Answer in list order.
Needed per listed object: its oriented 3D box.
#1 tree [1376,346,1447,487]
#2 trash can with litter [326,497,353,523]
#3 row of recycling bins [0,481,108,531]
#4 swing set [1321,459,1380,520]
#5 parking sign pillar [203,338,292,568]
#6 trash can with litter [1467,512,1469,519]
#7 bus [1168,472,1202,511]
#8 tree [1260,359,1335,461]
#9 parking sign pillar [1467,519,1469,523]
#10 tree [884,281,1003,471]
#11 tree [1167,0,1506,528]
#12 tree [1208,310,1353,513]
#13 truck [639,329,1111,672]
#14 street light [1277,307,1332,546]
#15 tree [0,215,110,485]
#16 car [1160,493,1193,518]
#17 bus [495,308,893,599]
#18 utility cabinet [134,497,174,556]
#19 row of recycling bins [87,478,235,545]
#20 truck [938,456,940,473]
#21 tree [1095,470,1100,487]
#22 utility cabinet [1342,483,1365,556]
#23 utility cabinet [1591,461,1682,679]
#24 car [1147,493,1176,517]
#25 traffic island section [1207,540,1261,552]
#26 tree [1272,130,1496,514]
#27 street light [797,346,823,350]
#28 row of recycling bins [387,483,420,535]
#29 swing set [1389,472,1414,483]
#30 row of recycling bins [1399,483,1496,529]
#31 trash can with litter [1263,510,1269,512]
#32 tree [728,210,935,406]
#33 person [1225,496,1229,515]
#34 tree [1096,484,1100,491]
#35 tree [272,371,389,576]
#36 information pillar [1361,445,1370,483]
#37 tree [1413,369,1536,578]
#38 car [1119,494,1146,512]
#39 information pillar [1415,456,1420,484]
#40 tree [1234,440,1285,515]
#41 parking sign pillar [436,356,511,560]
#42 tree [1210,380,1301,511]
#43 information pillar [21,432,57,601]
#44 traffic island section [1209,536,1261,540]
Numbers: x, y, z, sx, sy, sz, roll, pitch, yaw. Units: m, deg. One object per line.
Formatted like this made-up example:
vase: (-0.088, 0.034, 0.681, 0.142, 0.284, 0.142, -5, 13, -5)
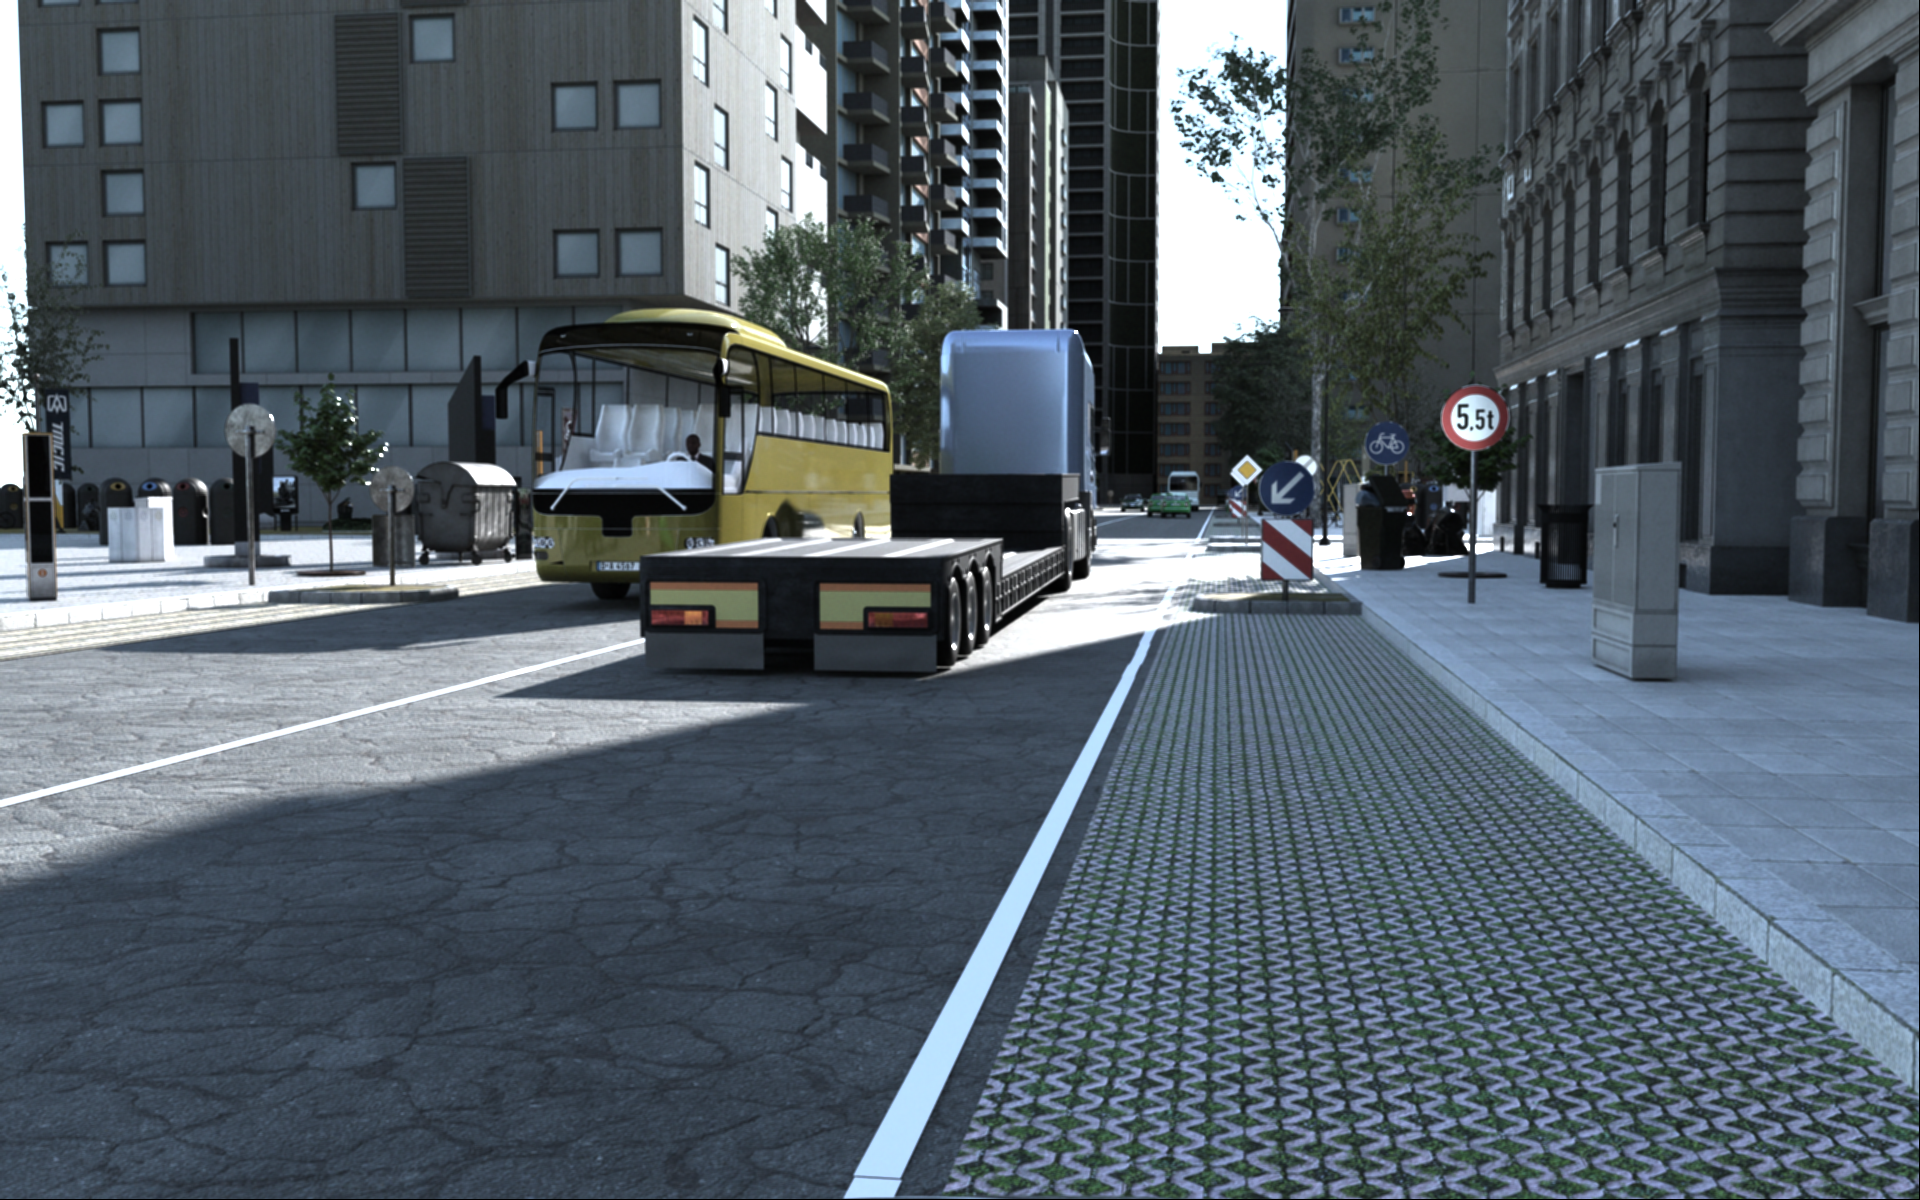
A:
tree: (22.385, -8.243, 85.133, 4.360, 8.622, 3.978, 0, 3, 0)
trash can with litter: (-22.907, -3.205, 63.796, 1.055, 1.170, 0.624, -1, 4, -23)
row of recycling bins: (-34.184, -3.545, 65.066, 3.534, 1.692, 1.069, -1, 4, -11)
swing set: (17.601, -5.014, 79.594, 2.862, 2.851, 3.119, 0, 4, 3)
parking sign pillar: (-12.656, -2.581, 30.664, 1.447, 3.967, 1.447, -1, 4, -22)
trash can with litter: (27.598, -4.841, 90.202, 2.233, 1.210, 1.678, 1, 4, 14)
bus: (19.229, -9.396, 148.492, 2.948, 3.499, 13.247, 0, 4, 8)
tree: (18.320, -8.877, 95.495, 4.360, 8.622, 3.978, 0, 3, 0)
parking sign pillar: (22.987, -5.354, 76.004, 1.447, 3.967, 1.447, -2, 4, -30)
tree: (-0.699, -10.678, 92.715, 7.486, 12.596, 7.792, 0, 3, 0)
tree: (14.417, -12.684, 63.278, 12.611, 20.169, 13.585, 0, 3, 0)
tree: (21.910, -13.044, 119.917, 9.857, 13.997, 8.962, 0, 3, 0)
truck: (0.006, -2.014, 22.692, 2.967, 4.110, 18.799, 1, 4, 8)
street light: (8.580, -4.320, 43.170, 1.470, 5.913, 1.316, 1, 4, 9)
tree: (-24.201, -5.799, 45.170, 4.360, 8.622, 3.978, 0, 3, 0)
car: (13.034, -5.849, 104.421, 1.959, 1.807, 4.718, 0, 4, 8)
bus: (-3.339, -2.151, 26.717, 2.896, 3.916, 12.252, 0, 4, 8)
utility cabinet: (-16.660, -1.507, 35.803, 0.306, 1.237, 1.020, 0, 4, 3)
row of recycling bins: (-20.059, -2.259, 44.050, 3.534, 1.692, 1.069, 0, 4, -5)
truck: (1.212, -4.501, 62.509, 2.839, 4.237, 11.283, 0, 4, 7)
tree: (13.466, -12.467, 187.553, 4.285, 4.588, 4.351, 0, 3, 0)
utility cabinet: (8.119, -1.649, 35.648, 0.318, 1.500, 1.173, 1, 4, 22)
utility cabinet: (4.800, -0.225, 12.364, 0.318, 1.500, 1.173, 0, 4, 7)
car: (12.797, -6.174, 109.738, 1.959, 1.807, 4.718, 0, 4, 8)
traffic island section: (7.257, -1.313, 43.754, 2.009, 0.180, 2.903, 1, 4, 9)
tree: (8.458, -5.144, 34.466, 4.737, 8.622, 4.395, 0, 3, 0)
street light: (-4.981, -5.006, 54.386, 1.470, 5.913, 1.316, 1, 4, 9)
row of recycling bins: (-16.494, -2.924, 54.912, 3.534, 1.692, 1.069, 0, 4, 8)
swing set: (30.832, -7.672, 123.050, 3.119, 2.851, 2.862, 1, 4, 10)
row of recycling bins: (17.669, -3.438, 63.326, 3.534, 1.692, 1.069, 0, 4, 4)
trash can with litter: (22.464, -6.987, 125.626, 1.055, 1.170, 0.624, 1, 4, 13)
tree: (-4.999, -8.360, 62.435, 9.928, 11.665, 9.643, 0, 3, 0)
person: (17.418, -6.123, 112.862, 0.306, 1.304, 0.590, 2, 4, 25)
tree: (13.705, -11.517, 182.905, 1.663, 3.219, 1.824, 0, 3, 0)
tree: (-9.830, -2.004, 27.369, 1.663, 3.219, 1.824, 0, 3, 0)
information pillar: (19.224, -5.557, 82.210, 0.504, 3.616, 0.183, -2, 4, -28)
tree: (7.965, -1.978, 26.944, 1.663, 3.219, 1.824, 0, 3, 0)
car: (13.947, -7.819, 139.642, 2.131, 1.459, 4.920, 0, 4, 7)
information pillar: (26.503, -6.666, 100.343, 0.183, 3.616, 0.504, -1, 4, -10)
tree: (19.113, -7.444, 105.423, 4.285, 4.588, 4.351, 0, 3, 0)
parking sign pillar: (-9.699, -2.810, 34.412, 1.447, 3.967, 1.447, -3, 5, -39)
tree: (22.801, -11.980, 130.291, 8.767, 10.594, 7.601, 1, 4, 18)
information pillar: (-11.089, -1.001, 20.862, 0.304, 2.012, 0.304, -2, 4, -33)
traffic island section: (8.447, -1.796, 51.650, 2.009, 0.180, 2.903, 1, 4, 9)
